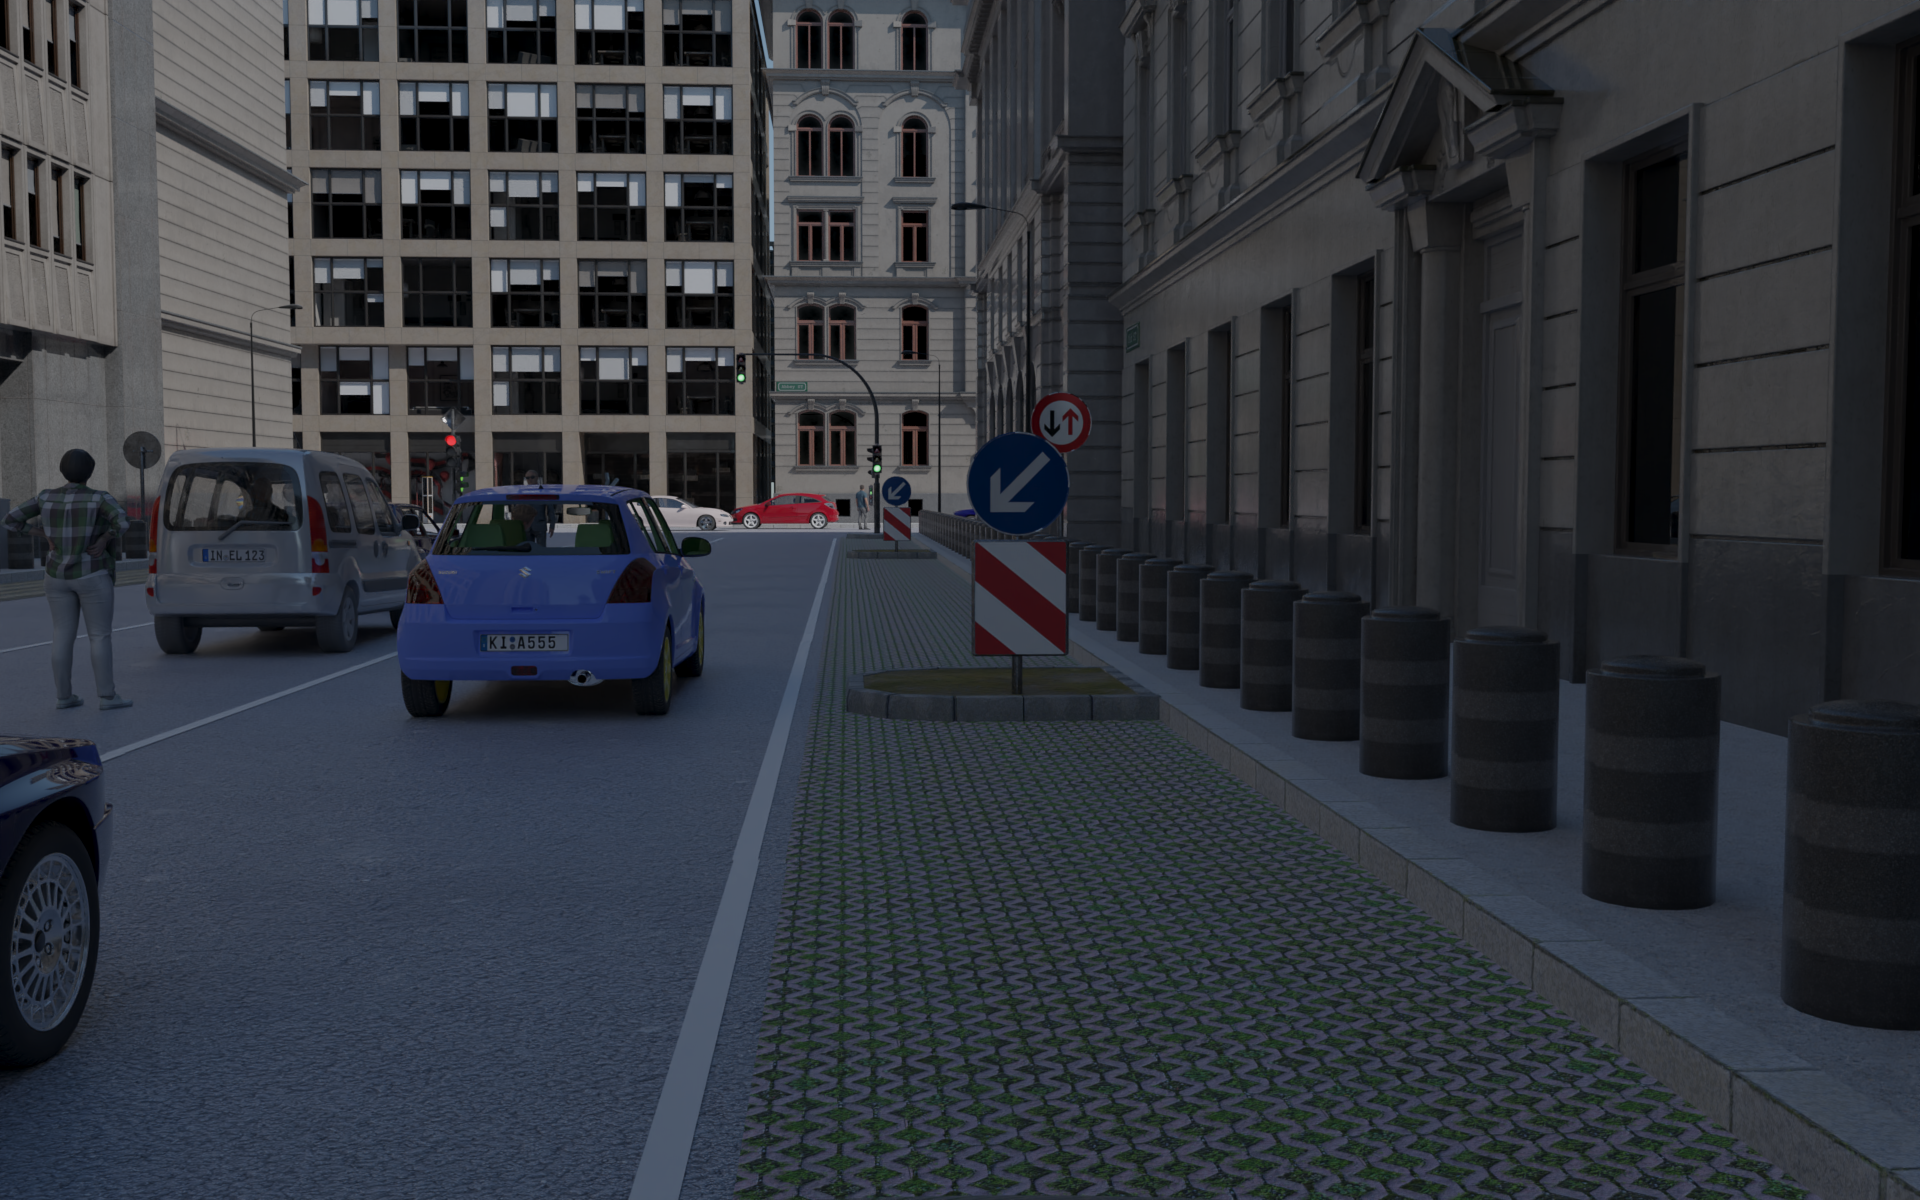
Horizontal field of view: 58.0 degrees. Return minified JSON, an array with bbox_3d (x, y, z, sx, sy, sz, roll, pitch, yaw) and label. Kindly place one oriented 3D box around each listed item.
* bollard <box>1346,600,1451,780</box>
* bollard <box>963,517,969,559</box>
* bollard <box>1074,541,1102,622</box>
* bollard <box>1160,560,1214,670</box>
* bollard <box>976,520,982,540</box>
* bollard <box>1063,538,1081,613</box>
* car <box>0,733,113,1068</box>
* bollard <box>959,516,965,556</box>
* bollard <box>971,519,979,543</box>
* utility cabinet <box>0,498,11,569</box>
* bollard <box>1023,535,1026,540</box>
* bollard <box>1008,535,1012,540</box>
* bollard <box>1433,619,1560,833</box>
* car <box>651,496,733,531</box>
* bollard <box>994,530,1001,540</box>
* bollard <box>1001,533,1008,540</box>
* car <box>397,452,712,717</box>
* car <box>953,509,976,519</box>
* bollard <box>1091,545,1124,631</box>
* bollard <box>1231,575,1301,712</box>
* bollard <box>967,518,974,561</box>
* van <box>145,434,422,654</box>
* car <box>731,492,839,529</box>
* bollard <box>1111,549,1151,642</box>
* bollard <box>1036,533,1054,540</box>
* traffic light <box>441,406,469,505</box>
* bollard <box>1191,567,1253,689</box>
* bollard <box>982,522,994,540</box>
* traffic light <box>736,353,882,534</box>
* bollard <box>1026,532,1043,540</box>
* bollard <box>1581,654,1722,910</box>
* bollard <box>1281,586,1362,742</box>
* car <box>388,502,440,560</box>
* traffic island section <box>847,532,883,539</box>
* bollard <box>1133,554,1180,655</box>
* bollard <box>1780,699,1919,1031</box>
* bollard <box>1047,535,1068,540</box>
[{"bbox_3d":[2.041,0.414,7.947,0.404,0.777,0.398,0,3,0],"label":"bollard"},{"bbox_3d":[0.317,-1.206,34.429,0.404,0.777,0.398,0,3,0],"label":"bollard"},{"bbox_3d":[1.410,-0.175,17.574,0.404,0.777,0.398,0,3,0],"label":"bollard"},{"bbox_3d":[1.728,0.119,12.772,0.404,0.777,0.398,0,3,0],"label":"bollard"},{"bbox_3d":[0.550,-0.984,30.805,0.404,0.777,0.398,0,3,0],"label":"bollard"},{"bbox_3d":[1.335,-0.248,18.773,0.404,0.777,0.398,0,3,0],"label":"bollard"},{"bbox_3d":[-3.050,0.578,3.125,1.945,1.354,3.894,0,4,-4],"label":"car"},{"bbox_3d":[0.238,-1.279,35.628,0.404,0.777,0.398,0,3,0],"label":"bollard"},{"bbox_3d":[0.468,-1.058,32.019,0.404,0.777,0.398,0,3,0],"label":"bollard"},{"bbox_3d":[-16.870,-1.145,29.884,1.020,1.237,0.306,1,4,18],"label":"utility cabinet"},{"bbox_3d":[1.021,-0.541,23.569,0.404,0.777,0.398,0,3,0],"label":"bollard"},{"bbox_3d":[0.943,-0.616,24.783,0.404,0.777,0.398,0,3,0],"label":"bollard"},{"bbox_3d":[2.116,0.489,6.729,0.404,0.777,0.398,0,3,0],"label":"bollard"},{"bbox_3d":[-11.334,-3.397,67.899,4.827,1.381,2.083,0,4,-3],"label":"car"},{"bbox_3d":[0.788,-0.763,27.186,0.404,0.777,0.398,0,3,0],"label":"bollard"},{"bbox_3d":[0.866,-0.689,25.982,0.404,0.777,0.398,0,3,0],"label":"bollard"},{"bbox_3d":[-2.799,-0.176,12.477,1.945,1.707,3.694,0,4,-4],"label":"car"},{"bbox_3d":[1.588,-3.302,66.561,3.894,1.354,1.945,0,4,-2],"label":"car"},{"bbox_3d":[1.490,-0.101,16.369,0.404,0.777,0.398,0,3,0],"label":"bollard"},{"bbox_3d":[1.883,0.266,10.370,0.404,0.777,0.398,0,3,0],"label":"bollard"},{"bbox_3d":[0.392,-1.132,33.218,0.404,0.777,0.398,0,3,0],"label":"bollard"},{"bbox_3d":[-6.451,-0.608,16.955,2.013,2.044,4.112,0,4,-5],"label":"van"},{"bbox_3d":[-7.248,-3.813,71.390,4.494,1.783,2.155,0,4,-2],"label":"car"},{"bbox_3d":[1.572,-0.028,15.170,0.404,0.777,0.398,0,3,0],"label":"bollard"},{"bbox_3d":[1.176,-0.395,21.171,0.404,0.777,0.398,0,3,0],"label":"bollard"},{"bbox_3d":[-16.154,-4.061,55.323,0.839,4.253,0.868,0,4,-4],"label":"traffic light"},{"bbox_3d":[1.803,0.192,11.573,0.404,0.777,0.398,0,3,0],"label":"bollard"},{"bbox_3d":[0.631,-0.909,29.586,0.404,0.777,0.398,0,3,0],"label":"bollard"},{"bbox_3d":[-4.804,-4.970,55.934,4.771,5.953,1.251,0,4,-4],"label":"traffic light"},{"bbox_3d":[1.101,-0.468,22.371,0.404,0.777,0.398,0,3,0],"label":"bollard"},{"bbox_3d":[2.197,0.563,5.511,0.404,0.777,0.398,0,3,0],"label":"bollard"},{"bbox_3d":[1.960,0.340,9.152,0.404,0.777,0.398,0,3,0],"label":"bollard"},{"bbox_3d":[-7.700,-0.628,22.852,1.945,1.354,3.894,0,4,-4],"label":"car"},{"bbox_3d":[-2.682,-2.082,56.327,2.009,0.180,2.903,0,4,-4],"label":"traffic island section"},{"bbox_3d":[1.645,0.046,13.971,0.404,0.777,0.398,0,3,0],"label":"bollard"},{"bbox_3d":[2.275,0.636,4.312,0.404,0.777,0.398,0,3,0],"label":"bollard"},{"bbox_3d":[1.252,-0.321,19.972,0.404,0.777,0.398,0,3,0],"label":"bollard"}]
